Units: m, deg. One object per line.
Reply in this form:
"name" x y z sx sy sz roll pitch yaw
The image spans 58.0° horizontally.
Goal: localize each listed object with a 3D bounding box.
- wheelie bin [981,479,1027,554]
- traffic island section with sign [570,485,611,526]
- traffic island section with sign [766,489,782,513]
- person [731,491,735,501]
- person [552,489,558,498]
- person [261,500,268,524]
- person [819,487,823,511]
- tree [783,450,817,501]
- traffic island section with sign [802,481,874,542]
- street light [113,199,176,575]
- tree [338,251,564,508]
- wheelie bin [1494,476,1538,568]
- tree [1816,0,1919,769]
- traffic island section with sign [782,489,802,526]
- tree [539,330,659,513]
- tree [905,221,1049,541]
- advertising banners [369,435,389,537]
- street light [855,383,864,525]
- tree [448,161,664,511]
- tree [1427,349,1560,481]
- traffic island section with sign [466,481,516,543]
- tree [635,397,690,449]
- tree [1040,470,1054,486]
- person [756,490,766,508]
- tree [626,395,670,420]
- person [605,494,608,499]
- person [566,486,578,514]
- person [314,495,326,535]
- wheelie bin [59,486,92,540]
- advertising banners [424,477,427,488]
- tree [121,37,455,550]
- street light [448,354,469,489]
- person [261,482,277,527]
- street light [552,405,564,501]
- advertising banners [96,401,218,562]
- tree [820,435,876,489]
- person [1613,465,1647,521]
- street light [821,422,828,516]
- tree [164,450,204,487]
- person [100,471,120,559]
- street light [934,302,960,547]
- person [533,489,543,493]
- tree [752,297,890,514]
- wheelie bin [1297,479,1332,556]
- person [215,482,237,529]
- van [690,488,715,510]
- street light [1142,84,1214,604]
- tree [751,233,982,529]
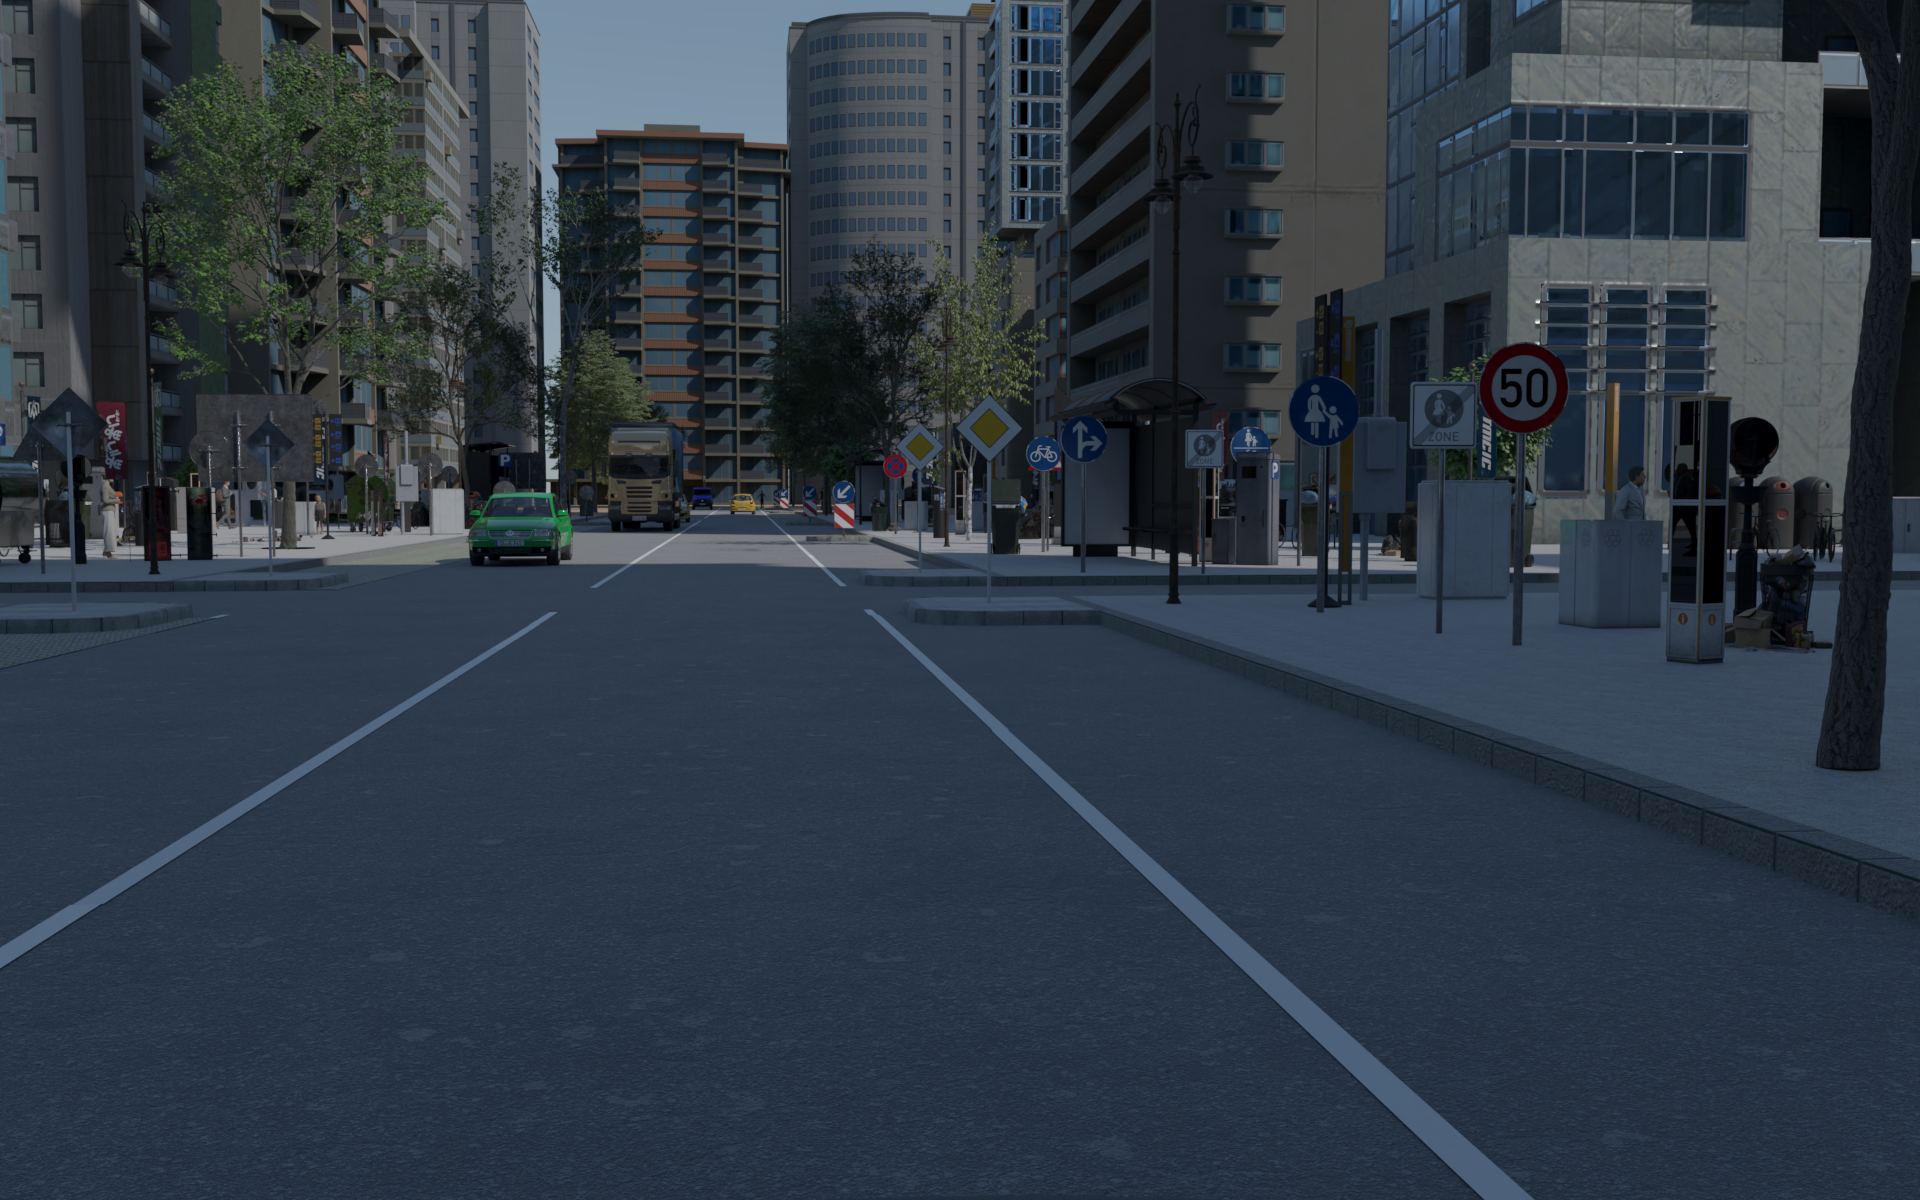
"wheelie bin" 0.940 -1.784 37.081 0.980 1.594 0.693 0 4 1
"traffic island section with sign" -16.920 -4.283 78.657 1.989 1.847 2.006 0 4 -7
"traffic island section with sign" -13.248 -7.375 129.215 1.989 1.847 2.006 0 4 -7
"person" -21.878 -9.660 167.101 0.551 1.740 0.621 2 4 27
"person" -27.448 -6.691 116.913 0.593 1.643 0.415 -1 4 -21
"person" -30.052 -4.189 75.199 0.598 1.740 0.731 -2 4 -28
"person" -10.446 -7.732 132.472 0.705 1.822 1.348 -3 5 -42
"tree" -14.907 -13.106 164.639 4.360 8.622 3.978 0 3 0
"traffic island section with sign" -3.694 -2.706 52.866 1.989 1.847 2.006 0 4 -7
"street light" -12.882 -3.347 27.518 0.468 5.910 1.993 0 4 -7
"tree" -19.062 -8.075 66.442 7.601 10.594 8.767 3 5 41
"wheelie bin" 9.674 -1.375 30.384 0.693 1.594 0.980 -3 5 -42
"tree" 4.510 -4.486 7.751 7.601 10.594 8.767 0 4 7
"traffic island section with sign" -7.033 -4.342 79.614 1.989 1.847 2.006 0 4 -7
"tree" -25.611 -12.324 119.623 7.486 12.596 7.792 0 3 0
"tree" 0.314 -5.953 47.699 4.737 8.622 4.395 0 3 0
"advertising banners" -17.545 -3.435 52.349 0.090 3.025 2.074 -2 4 -34
"street light" -4.158 -6.085 72.279 0.468 5.910 1.993 0 4 -7
"tree" -23.813 -14.911 99.682 12.611 20.169 13.585 0 3 0
"tree" 11.957 -3.416 39.559 4.285 4.588 4.351 0 3 0
"traffic island section with sign" -13.514 -2.618 51.436 1.989 1.847 2.006 0 4 -7
"tree" -30.543 -14.234 167.141 7.601 10.594 8.767 3 5 39
"tree" 4.357 -4.649 70.608 1.663 3.219 1.824 0 3 0
"person" -20.499 -10.427 179.121 1.348 1.807 0.705 3 4 36
"tree" -33.012 -15.417 177.827 9.928 11.665 9.643 0 3 0
"person" -27.575 -8.049 137.607 1.348 1.831 0.705 -2 4 -33
"person" -25.394 -6.483 111.983 1.348 1.831 0.705 -3 4 -37
"person" -20.139 -2.677 54.483 0.362 1.253 0.373 -1 4 -11
"wheelie bin" -24.582 -2.461 48.149 0.693 1.594 0.980 -1 4 -9
"advertising banners" -23.720 -4.996 77.870 0.090 3.025 2.074 0 4 6
"tree" -15.501 -6.984 39.937 9.928 11.665 9.643 0 3 0
"street light" -16.627 -5.181 57.497 0.468 5.910 1.993 0 4 -7
"person" -26.568 -3.675 66.701 0.480 1.755 0.524 3 4 36
"street light" -20.367 -7.041 87.913 0.468 5.910 1.993 0 4 -7
"advertising banners" -15.336 -2.257 33.098 2.074 3.025 0.090 -2 4 -35
"tree" -6.135 -6.912 96.722 4.285 4.588 4.351 0 3 0
"person" 9.638 -1.019 25.010 0.661 1.843 0.795 -2 4 -35
"street light" -7.901 -7.913 102.161 0.468 5.910 1.993 0 4 -7
"tree" -33.866 -4.992 76.226 1.663 3.219 1.824 0 3 0
"person" -16.845 -1.697 34.346 0.362 1.759 0.519 -2 4 -29
"street light" -0.322 -4.229 41.937 0.468 5.910 1.993 0 4 -7
"person" -21.288 -4.972 87.305 0.580 1.828 0.573 2 4 31
"tree" -8.484 -12.512 111.227 9.857 13.997 8.962 0 3 0
"wheelie bin" 7.323 -1.703 35.756 0.693 1.594 0.980 1 4 13
"person" -26.813 -3.496 63.174 0.822 1.834 0.622 -3 5 -40
"van" -23.685 -9.474 159.279 2.240 2.365 5.245 0 4 -8
"street light" 2.502 -2.894 20.106 0.468 5.910 1.993 0 4 -7
"tree" -2.907 -7.870 63.082 8.767 10.594 7.601 3 5 41
